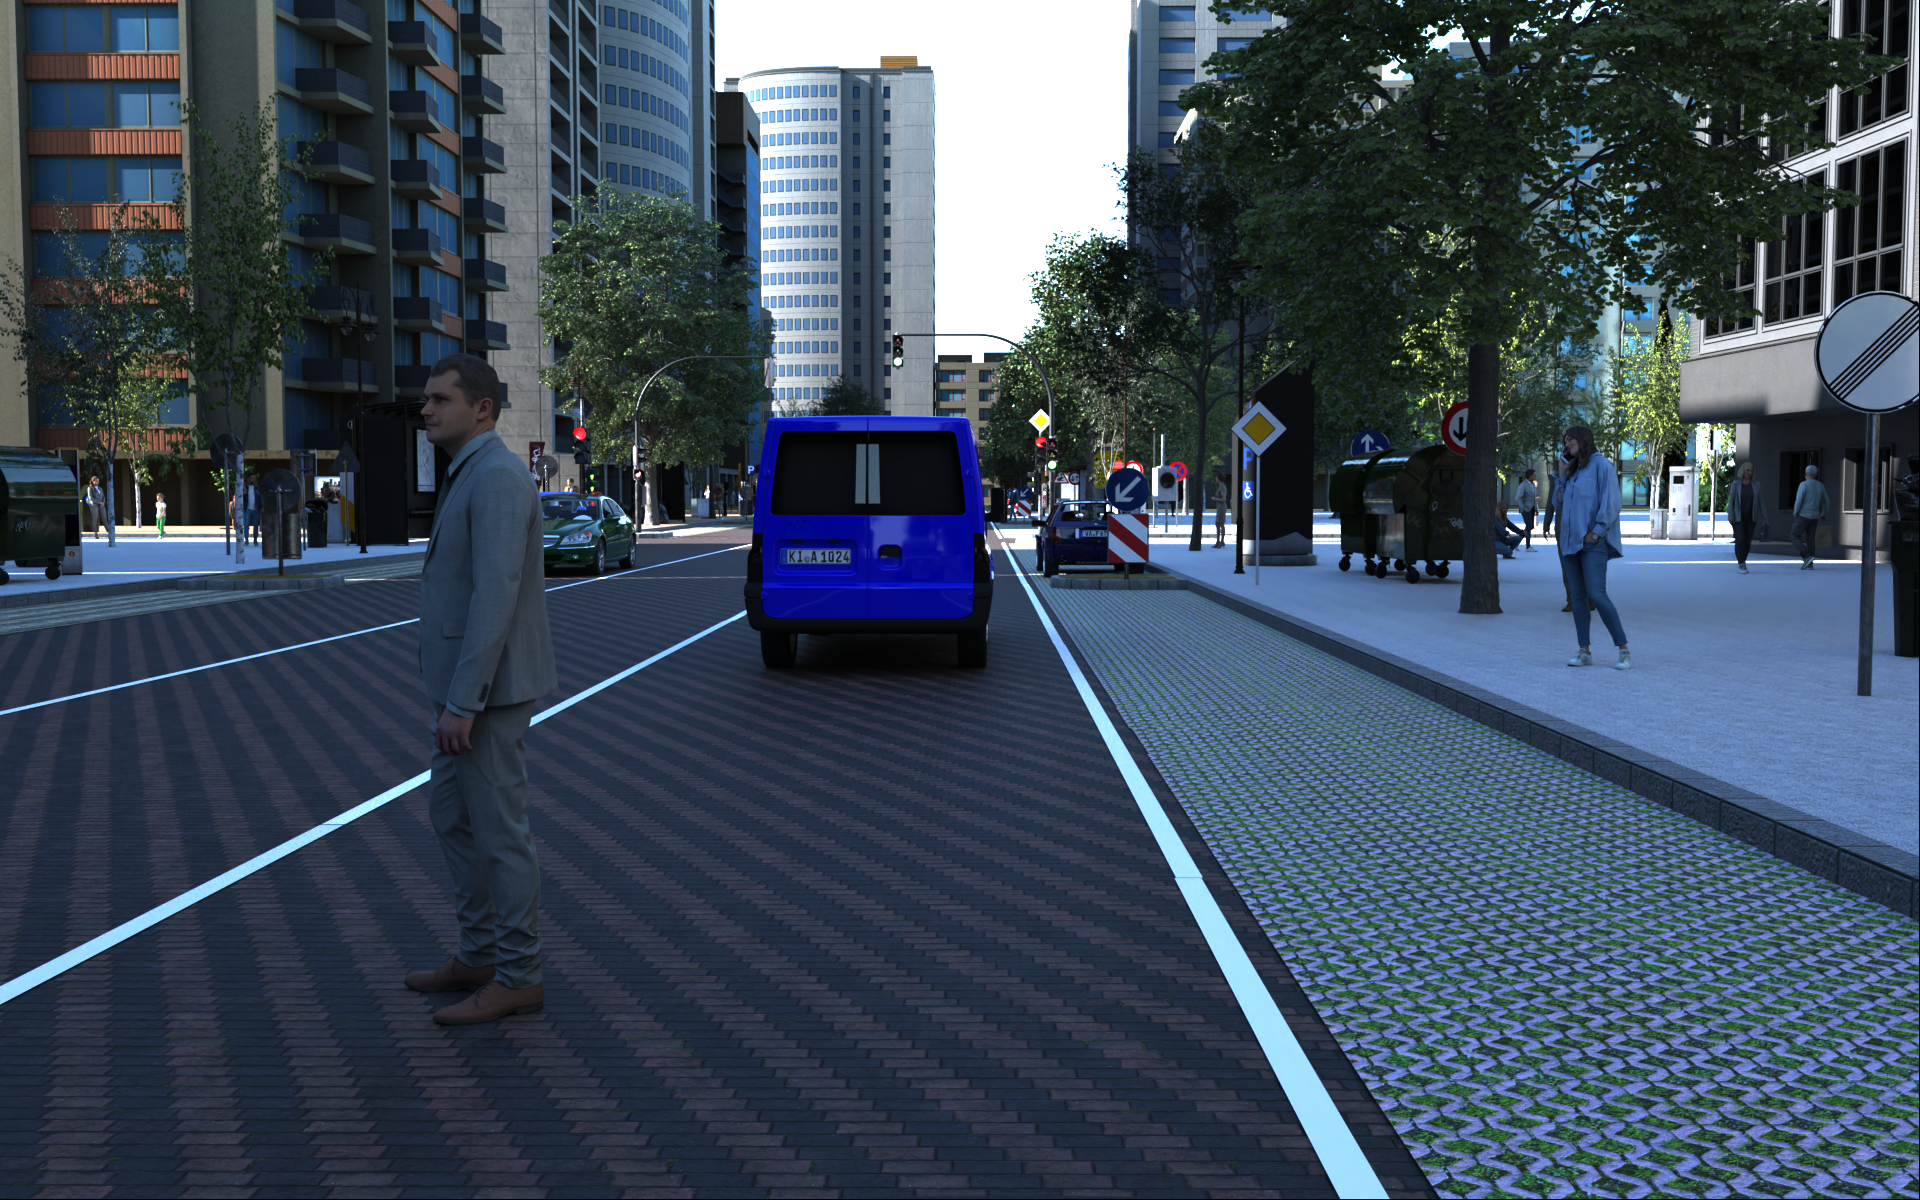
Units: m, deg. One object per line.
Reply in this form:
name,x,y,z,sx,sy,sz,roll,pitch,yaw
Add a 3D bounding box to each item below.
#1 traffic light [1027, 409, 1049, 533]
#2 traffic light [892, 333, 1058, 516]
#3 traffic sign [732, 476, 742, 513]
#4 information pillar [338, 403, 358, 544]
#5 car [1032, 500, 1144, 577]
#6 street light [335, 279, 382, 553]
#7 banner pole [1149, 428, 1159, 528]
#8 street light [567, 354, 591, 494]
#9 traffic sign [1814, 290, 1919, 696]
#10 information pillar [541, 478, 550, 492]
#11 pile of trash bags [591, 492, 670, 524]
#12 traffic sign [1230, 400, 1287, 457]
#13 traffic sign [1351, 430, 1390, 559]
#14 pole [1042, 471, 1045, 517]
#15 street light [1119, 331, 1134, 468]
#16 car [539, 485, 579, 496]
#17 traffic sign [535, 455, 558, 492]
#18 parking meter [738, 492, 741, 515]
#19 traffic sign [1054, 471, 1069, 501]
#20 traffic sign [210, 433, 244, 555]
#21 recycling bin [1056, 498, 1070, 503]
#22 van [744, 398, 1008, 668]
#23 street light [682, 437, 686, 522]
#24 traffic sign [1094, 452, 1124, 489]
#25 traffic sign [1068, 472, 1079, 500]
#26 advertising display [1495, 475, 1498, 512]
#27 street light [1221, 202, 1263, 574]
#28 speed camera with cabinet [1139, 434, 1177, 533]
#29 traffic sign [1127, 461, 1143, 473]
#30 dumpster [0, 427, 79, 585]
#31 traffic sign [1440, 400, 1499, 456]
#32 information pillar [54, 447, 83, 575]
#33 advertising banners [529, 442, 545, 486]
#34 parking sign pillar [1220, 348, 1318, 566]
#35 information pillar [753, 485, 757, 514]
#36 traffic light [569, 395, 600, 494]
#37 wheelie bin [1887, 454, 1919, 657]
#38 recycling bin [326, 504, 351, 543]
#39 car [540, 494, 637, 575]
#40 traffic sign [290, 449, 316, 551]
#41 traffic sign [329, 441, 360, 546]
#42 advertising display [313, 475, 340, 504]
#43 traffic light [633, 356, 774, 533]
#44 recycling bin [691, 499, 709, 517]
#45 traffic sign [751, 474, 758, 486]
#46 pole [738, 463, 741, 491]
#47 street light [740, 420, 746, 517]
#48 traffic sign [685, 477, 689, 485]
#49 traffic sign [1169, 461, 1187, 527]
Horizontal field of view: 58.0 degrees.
traffic light,2.642,-4.170,57.104,0.839,4.253,0.868,0,4,1
traffic light,0.477,-4.546,48.997,4.771,5.953,1.251,0,4,1
traffic sign,-14.726,-7.049,115.259,0.884,2.594,0.081,0,4,6
information pillar,-15.706,-3.256,44.595,0.504,3.616,0.183,-1,4,-10
car,2.274,-1.122,30.920,1.945,1.354,3.894,0,4,0
street light,-12.939,-3.951,37.389,0.468,5.910,1.993,0,4,1
banner pole,7.384,-4.634,65.779,0.401,3.779,0.863,0,4,6
street light,-12.618,-5.179,57.471,0.468,5.910,1.993,0,4,1
traffic sign,5.761,-0.664,10.956,0.768,2.556,0.104,0,4,6
information pillar,-14.716,-3.488,61.516,0.304,2.012,0.304,-1,4,-22
pile of trash bags,-14.234,-3.924,73.911,3.447,1.369,1.912,-3,5,-40
traffic sign,4.211,-1.506,24.354,0.795,2.593,0.064,0,4,7
traffic sign,8.112,-2.092,34.308,0.768,2.556,0.104,0,4,5
pole,4.786,-6.428,98.939,0.158,3.312,0.155,0,3,0
street light,4.625,-4.628,48.461,0.468,5.910,1.993,0,4,1
car,-10.681,-2.192,45.432,1.945,1.707,3.694,0,3,0
traffic sign,-13.572,-3.473,56.896,0.768,2.556,0.104,0,4,3
parking meter,-13.609,-6.082,107.852,0.372,1.533,0.369,0,3,0
traffic sign,5.126,-5.398,88.263,0.884,2.594,0.081,0,4,4
traffic sign,-15.365,-2.214,36.301,0.768,2.556,0.104,0,4,8
recycling bin,6.065,-5.447,101.606,0.722,1.027,0.722,0,4,-8
van,-0.669,-0.706,15.936,2.240,2.365,5.245,0,4,1
street light,-12.485,-6.446,78.187,0.468,5.910,1.993,0,4,1
traffic sign,7.320,-5.364,81.573,2.265,3.308,0.079,1,4,8
traffic sign,6.492,-5.979,97.864,0.768,2.556,0.104,0,4,6
advertising display,17.590,-3.245,58.267,0.974,1.923,0.123,3,5,45
street light,4.514,-3.365,27.809,0.468,5.910,1.993,0,4,1
speed camera with cabinet,6.105,-3.846,57.218,2.038,3.252,0.660,-1,4,-13
traffic sign,6.634,-4.055,66.406,0.768,2.556,0.104,1,4,10
dumpster,-13.956,-1.377,25.015,1.502,2.255,1.985,0,4,0
traffic sign,6.887,-1.429,23.475,0.768,2.556,0.104,1,4,9
information pillar,-14.112,-1.402,27.417,0.304,2.012,0.304,-3,4,-38
advertising banners,-14.794,-3.749,57.478,2.074,3.025,0.090,-1,4,-22
parking sign pillar,5.756,-2.622,31.341,1.447,3.967,1.447,-2,4,-26
information pillar,-13.161,-6.560,111.741,0.304,2.012,0.304,2,4,35
traffic light,-10.692,-3.688,49.224,0.839,4.253,0.868,0,4,1
wheelie bin,7.747,-0.346,13.559,0.693,1.594,0.980,-2,4,-33
recycling bin,-16.343,-2.001,45.273,0.722,1.027,0.722,0,4,1
car,-7.232,-1.243,32.118,2.131,1.459,4.920,0,4,1
traffic sign,-14.855,-2.267,39.195,0.606,2.300,0.079,0,4,5
traffic sign,-15.014,-2.593,42.400,0.884,2.594,0.081,0,4,4
advertising display,-21.550,-3.296,59.096,0.974,1.923,0.123,0,4,-2
traffic light,-8.526,-5.049,57.225,4.771,5.953,1.251,0,4,1
recycling bin,-14.320,-5.061,95.307,0.722,1.027,0.722,-3,4,-38
traffic sign,-12.656,-6.605,108.105,0.768,2.556,0.104,0,4,6
pole,-14.467,-7.335,113.765,0.158,3.312,0.155,0,3,0
street light,-12.369,-7.705,98.767,0.468,5.910,1.993,0,4,1
traffic sign,-15.672,-5.965,97.530,0.884,2.594,0.081,1,4,9
traffic sign,8.439,-4.111,67.314,0.768,2.556,0.104,0,4,7
